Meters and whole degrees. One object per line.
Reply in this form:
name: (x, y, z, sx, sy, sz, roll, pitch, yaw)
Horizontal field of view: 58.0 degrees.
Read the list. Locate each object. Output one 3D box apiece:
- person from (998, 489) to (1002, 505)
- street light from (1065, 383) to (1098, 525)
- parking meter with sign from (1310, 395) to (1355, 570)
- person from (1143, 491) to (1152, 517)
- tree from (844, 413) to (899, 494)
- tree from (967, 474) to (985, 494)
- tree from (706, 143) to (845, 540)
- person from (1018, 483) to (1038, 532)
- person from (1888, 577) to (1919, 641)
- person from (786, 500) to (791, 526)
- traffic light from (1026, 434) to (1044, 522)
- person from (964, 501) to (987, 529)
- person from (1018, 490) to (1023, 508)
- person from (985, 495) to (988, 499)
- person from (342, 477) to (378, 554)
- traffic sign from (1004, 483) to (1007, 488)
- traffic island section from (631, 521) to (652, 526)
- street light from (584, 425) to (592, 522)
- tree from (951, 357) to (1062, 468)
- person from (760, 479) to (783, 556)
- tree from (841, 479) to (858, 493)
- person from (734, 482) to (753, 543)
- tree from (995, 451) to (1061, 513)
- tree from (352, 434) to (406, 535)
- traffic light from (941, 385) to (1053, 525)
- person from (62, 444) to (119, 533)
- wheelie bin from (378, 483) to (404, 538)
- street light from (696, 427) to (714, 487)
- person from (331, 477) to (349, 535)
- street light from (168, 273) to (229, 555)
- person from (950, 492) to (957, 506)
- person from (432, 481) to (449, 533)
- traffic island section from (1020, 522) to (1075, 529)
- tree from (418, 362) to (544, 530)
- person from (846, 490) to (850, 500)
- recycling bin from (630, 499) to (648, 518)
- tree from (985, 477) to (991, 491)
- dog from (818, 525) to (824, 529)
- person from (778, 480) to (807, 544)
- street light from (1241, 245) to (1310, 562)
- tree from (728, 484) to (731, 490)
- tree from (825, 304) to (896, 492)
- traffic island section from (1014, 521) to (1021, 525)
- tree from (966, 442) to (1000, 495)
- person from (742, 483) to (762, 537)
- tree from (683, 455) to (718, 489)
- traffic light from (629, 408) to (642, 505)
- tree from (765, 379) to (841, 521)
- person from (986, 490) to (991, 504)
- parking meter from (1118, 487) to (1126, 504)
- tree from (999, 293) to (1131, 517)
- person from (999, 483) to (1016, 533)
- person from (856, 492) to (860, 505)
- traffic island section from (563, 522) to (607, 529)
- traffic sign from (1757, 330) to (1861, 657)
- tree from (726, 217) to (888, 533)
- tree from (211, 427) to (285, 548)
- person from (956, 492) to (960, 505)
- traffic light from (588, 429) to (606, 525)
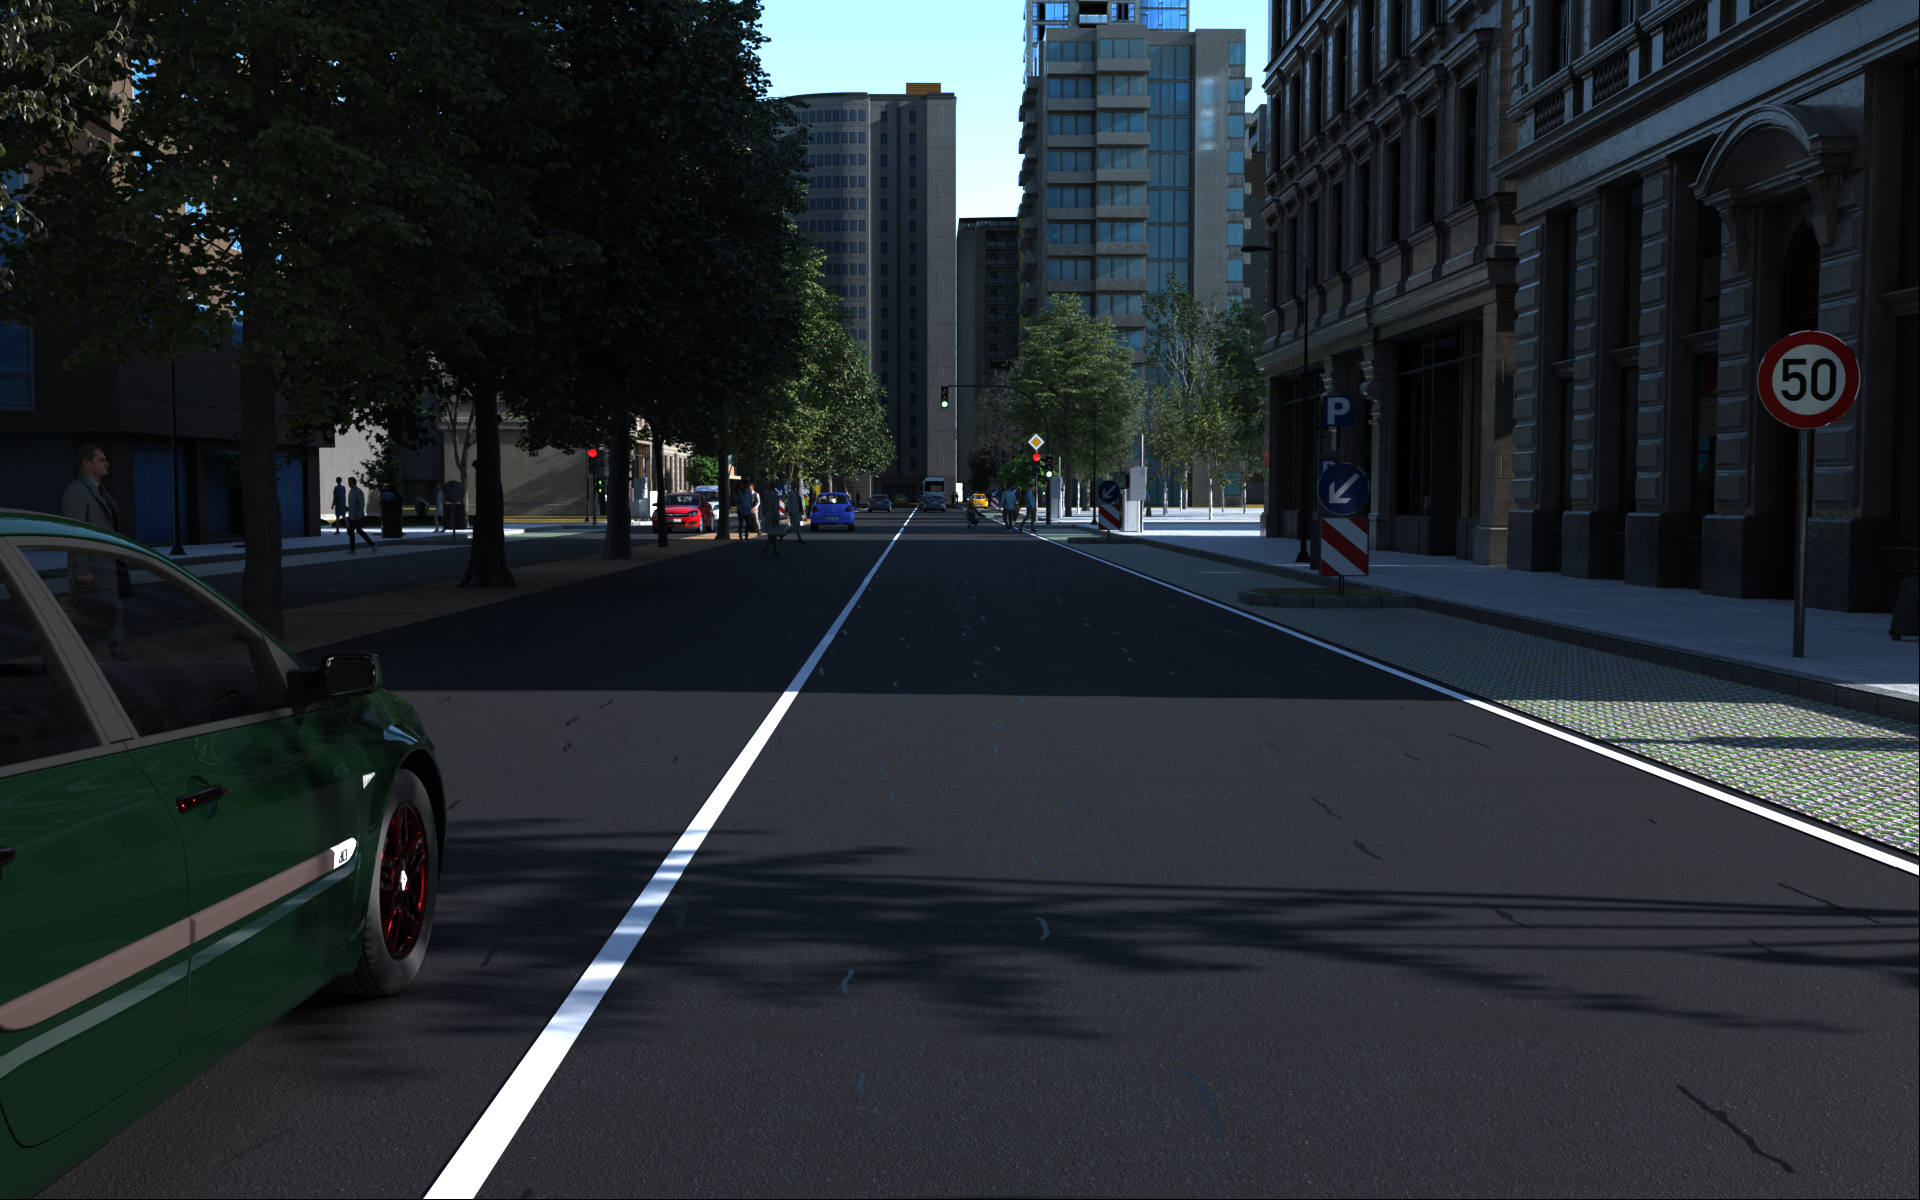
person: (4.634, -12.121, 204.215, 0.705, 1.824, 1.348, -2, 4, -35)
street light: (5.087, -6.103, 72.327, 1.470, 5.913, 1.316, 0, 4, -1)
parking meter with sign: (6.398, -2.058, 29.906, 0.543, 3.016, 1.738, 1, 4, 21)
person: (7.494, -3.957, 71.228, 0.782, 1.767, 0.515, 1, 4, 10)
tree: (-9.039, -12.287, 137.759, 8.767, 10.594, 7.601, 0, 4, -1)
tree: (2.592, -15.258, 233.180, 4.285, 4.588, 4.351, 0, 3, 0)
tree: (-7.525, -8.177, 54.273, 7.486, 12.596, 7.792, 0, 3, 0)
person: (2.563, -3.447, 64.724, 0.748, 1.841, 0.638, 1, 4, 15)
person: (8.447, -0.499, 14.416, 0.699, 1.804, 1.509, 0, 4, 4)
person: (-7.510, -4.063, 77.519, 0.503, 1.515, 0.523, -2, 4, -34)
traffic light: (3.511, -5.592, 80.353, 0.839, 4.253, 0.868, 0, 4, -1)
person: (0.604, -3.477, 70.846, 1.012, 1.151, 0.738, -1, 4, -10)
person: (5.567, -9.456, 160.780, 0.705, 1.807, 1.348, -1, 4, -10)
person: (3.570, -13.220, 225.418, 0.697, 1.427, 0.421, 1, 4, 15)
person: (-14.356, -2.020, 41.371, 0.795, 1.843, 0.661, -3, 5, -41)
traffic sign: (4.119, -8.947, 146.282, 0.884, 2.594, 0.081, 0, 4, 2)
traffic island section: (-15.387, -3.536, 80.102, 2.009, 0.180, 2.903, 0, 4, -1)
street light: (-16.767, -6.597, 80.409, 1.470, 5.913, 1.316, 0, 4, -1)
tree: (4.472, -14.899, 153.962, 12.009, 13.543, 11.850, 0, 3, 0)
person: (-4.380, -1.905, 40.001, 0.624, 1.780, 0.694, -2, 4, -30)
tree: (-9.309, -10.856, 130.319, 4.737, 8.622, 4.395, 0, 3, 0)
person: (-6.333, -2.562, 50.660, 0.793, 1.790, 0.793, 1, 4, 16)
tree: (5.240, -8.292, 119.293, 4.285, 4.588, 4.351, 0, 3, 0)
tree: (-17.878, -3.648, 54.244, 1.663, 3.219, 1.824, 0, 3, 0)
traffic light: (1.578, -5.965, 72.188, 4.771, 5.953, 1.251, 0, 4, -1)
person: (-6.623, -0.287, 13.290, 0.767, 1.812, 0.694, -1, 4, -12)
wheelie bin: (-16.630, -2.612, 50.614, 0.693, 1.594, 0.980, -2, 4, -24)
street light: (-17.711, -9.028, 120.146, 1.470, 5.913, 1.316, 0, 4, -1)
person: (-19.527, -2.968, 54.599, 0.654, 1.822, 0.581, 3, 5, 40)
street light: (-15.928, -3.899, 36.287, 1.470, 5.913, 1.316, 0, 4, -1)
person: (-0.802, -12.314, 210.563, 0.721, 1.736, 1.217, 3, 5, 42)
person: (-17.125, -3.067, 57.200, 0.522, 1.701, 0.512, 0, 4, 7)
traffic island section: (3.708, -3.071, 72.485, 2.009, 0.180, 2.903, 0, 4, -1)
tree: (-18.015, -8.356, 62.380, 9.928, 11.665, 9.643, 0, 3, 0)
person: (-9.668, -8.521, 148.086, 0.678, 1.792, 0.850, 1, 4, 14)
recycling bin: (-17.508, -5.005, 94.383, 0.722, 1.027, 0.722, 2, 4, 35)
tree: (4.660, -9.398, 137.375, 4.285, 4.588, 4.351, 0, 3, 0)
dog: (-5.783, -3.223, 71.985, 0.406, 0.507, 0.540, -2, 4, -26)
person: (-4.832, -2.540, 49.905, 0.818, 1.842, 0.514, 0, 4, -1)
street light: (5.934, -3.666, 32.476, 1.470, 5.913, 1.316, 0, 4, -1)
tree: (-18.663, -8.668, 136.322, 1.663, 3.219, 1.824, 0, 3, 0)
tree: (-8.450, -10.490, 90.979, 9.611, 12.733, 9.660, 0, 3, 0)
traffic island section: (3.551, -3.559, 80.468, 2.009, 0.180, 2.903, 0, 4, -1)
tree: (2.998, -16.443, 219.210, 4.360, 8.622, 3.978, 0, 3, 0)
person: (-6.977, -3.026, 58.256, 0.678, 1.792, 0.850, 2, 4, 32)
tree: (-18.945, -8.887, 129.022, 4.285, 4.588, 4.351, 0, 3, 0)
traffic light: (-13.257, -6.445, 80.044, 4.771, 5.953, 1.251, 0, 4, -1)
tree: (-8.154, -7.936, 82.573, 4.737, 8.622, 4.395, 0, 3, 0)
person: (3.845, -13.259, 222.905, 1.350, 1.814, 0.705, 1, 4, 17)
parking meter: (6.082, -3.428, 64.455, 0.372, 1.533, 0.369, 0, 3, 0)
tree: (5.876, -11.027, 98.424, 7.486, 12.596, 7.792, 0, 3, 0)
person: (1.770, -3.347, 63.244, 0.660, 1.820, 0.620, -2, 4, -34)
person: (-13.269, -13.260, 225.851, 0.434, 1.755, 0.990, -2, 4, -34)
traffic island section: (-15.230, -3.048, 72.119, 2.009, 0.180, 2.903, 0, 4, -1)
traffic sign: (6.598, -0.822, 13.553, 0.768, 2.556, 0.104, 0, 4, 7)
tree: (-7.666, -8.311, 64.089, 9.928, 11.665, 9.643, 0, 3, 0)
tree: (-17.018, -2.899, 42.000, 1.663, 3.219, 1.824, 0, 3, 0)
person: (-0.304, -13.652, 232.527, 0.721, 1.723, 1.217, -1, 4, -23)
traffic light: (-15.190, -5.080, 71.985, 0.839, 4.253, 0.868, 0, 4, -1)
